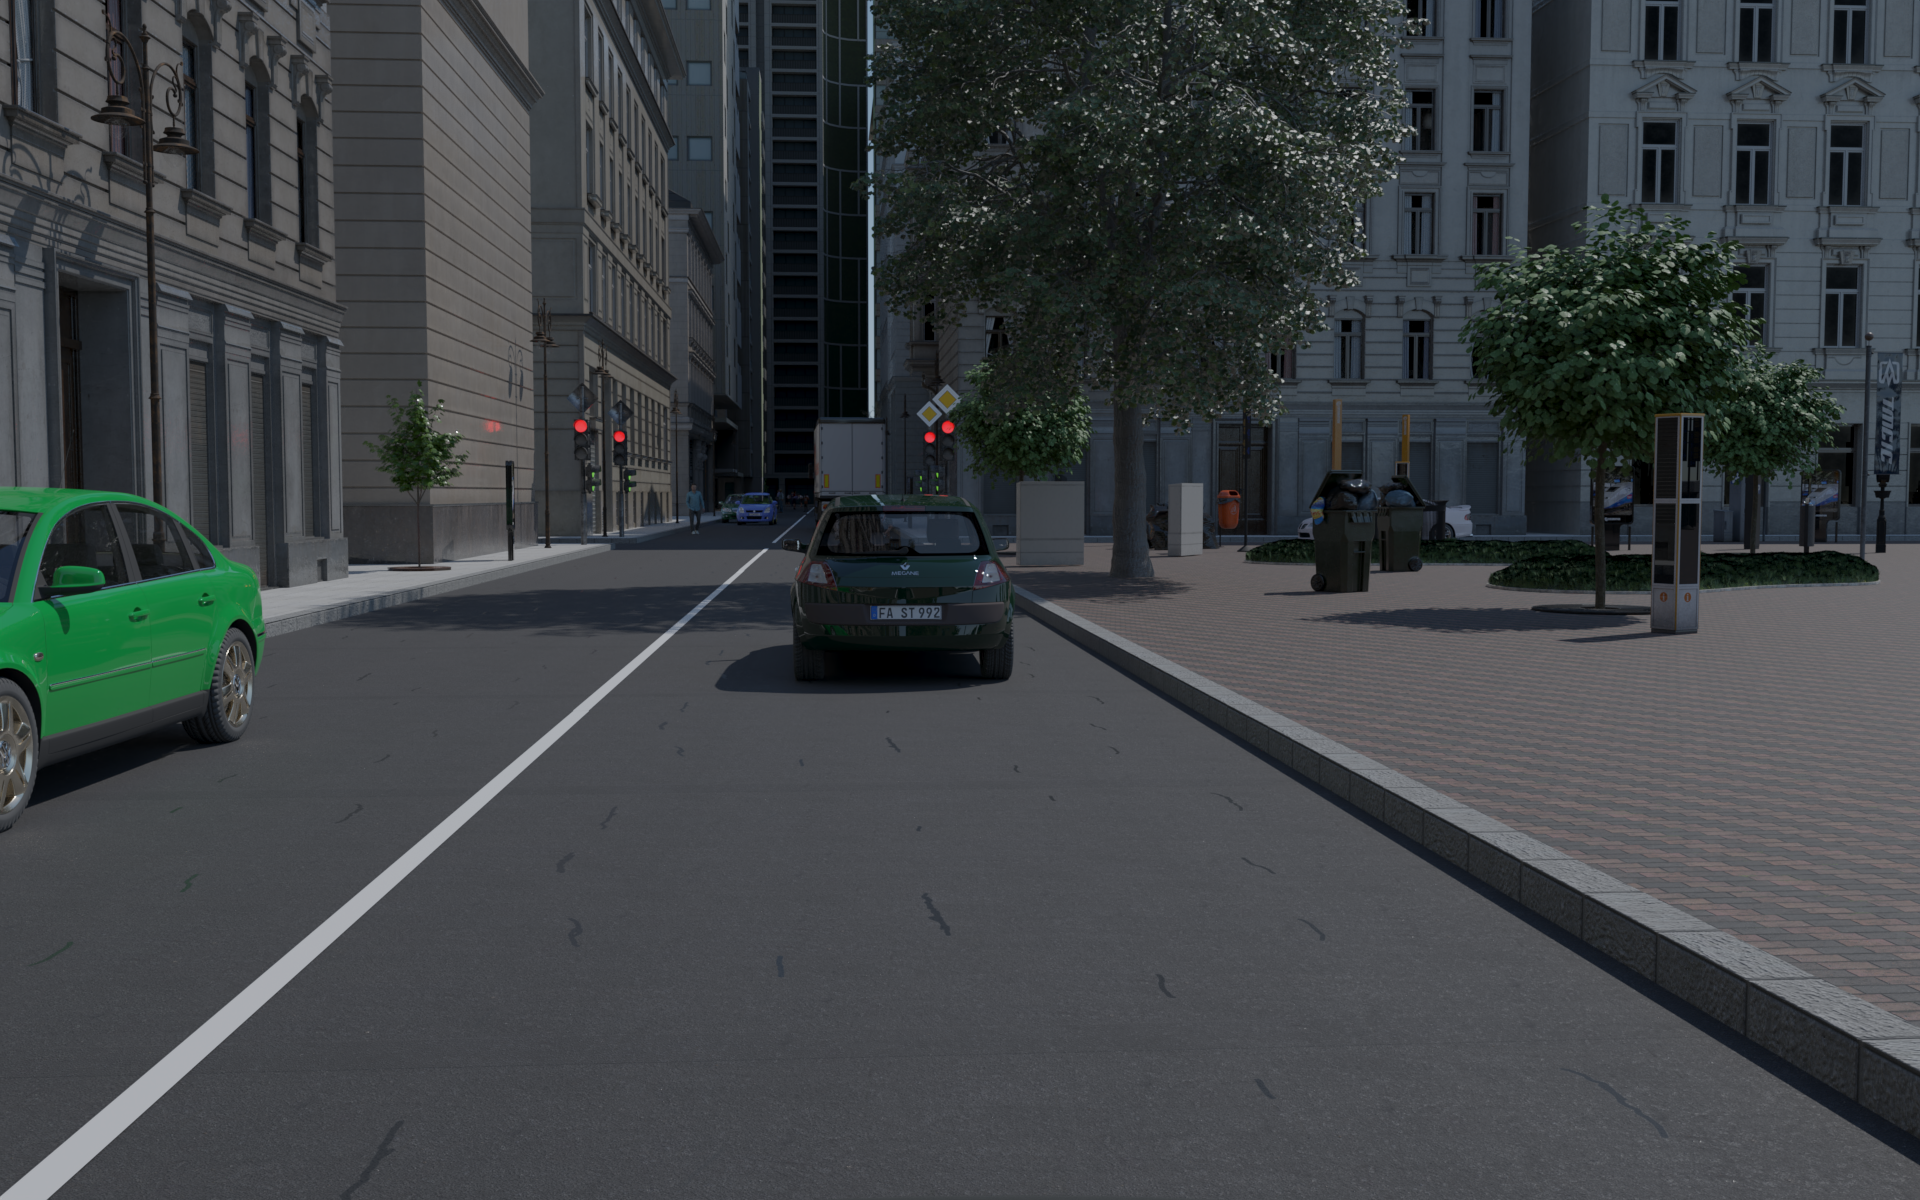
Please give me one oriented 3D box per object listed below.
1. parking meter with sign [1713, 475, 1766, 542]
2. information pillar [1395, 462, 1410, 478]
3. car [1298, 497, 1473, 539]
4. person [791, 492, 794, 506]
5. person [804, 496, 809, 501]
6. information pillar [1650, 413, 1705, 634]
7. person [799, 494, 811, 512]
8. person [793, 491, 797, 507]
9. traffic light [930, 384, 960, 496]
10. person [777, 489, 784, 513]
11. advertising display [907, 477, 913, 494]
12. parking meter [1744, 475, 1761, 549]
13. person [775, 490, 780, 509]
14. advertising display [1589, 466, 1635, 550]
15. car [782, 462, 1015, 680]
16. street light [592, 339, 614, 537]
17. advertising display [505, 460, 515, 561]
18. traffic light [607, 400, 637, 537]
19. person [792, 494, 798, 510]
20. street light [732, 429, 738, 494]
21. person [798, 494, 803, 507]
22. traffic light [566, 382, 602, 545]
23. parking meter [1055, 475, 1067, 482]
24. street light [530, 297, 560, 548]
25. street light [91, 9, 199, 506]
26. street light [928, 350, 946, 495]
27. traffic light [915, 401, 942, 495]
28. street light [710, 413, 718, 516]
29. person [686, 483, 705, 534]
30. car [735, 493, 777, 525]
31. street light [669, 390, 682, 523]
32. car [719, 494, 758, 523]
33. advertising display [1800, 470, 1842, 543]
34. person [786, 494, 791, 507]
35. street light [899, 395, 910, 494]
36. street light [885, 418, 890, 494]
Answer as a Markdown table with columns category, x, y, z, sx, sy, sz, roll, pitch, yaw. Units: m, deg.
| category | x | y | z | sx | sy | sz | roll | pitch | yaw |
| --- | --- | --- | --- | --- | --- | --- | --- | --- | --- |
| parking meter with sign | 21.009 | -3.070 | 46.451 | 1.738 | 3.016 | 0.543 | -2 | 4 | -25 |
| information pillar | 10.050 | -2.134 | 39.389 | 0.304 | 2.012 | 0.304 | 1 | 4 | 17 |
| car | 11.865 | -2.206 | 48.429 | 4.827 | 1.381 | 2.083 | 0 | 4 | -6 |
| person | -19.669 | -11.840 | 203.006 | 0.541 | 1.710 | 0.530 | -3 | 4 | -38 |
| person | -17.563 | -11.365 | 197.501 | 0.628 | 1.438 | 0.799 | -2 | 4 | -24 |
| information pillar | 6.604 | -0.701 | 15.954 | 0.304 | 2.012 | 0.304 | -2 | 4 | -25 |
| person | -12.433 | -7.818 | 139.580 | 1.065 | 1.426 | 0.557 | 1 | 4 | 21 |
| person | -18.288 | -11.237 | 192.191 | 0.705 | 1.831 | 1.348 | -1 | 4 | -22 |
| traffic light | -0.344 | -3.388 | 44.319 | 0.839 | 4.253 | 0.868 | 0 | 4 | -4 |
| person | -13.729 | -7.583 | 132.559 | 0.705 | 1.814 | 1.350 | -2 | 4 | -24 |
| advertising display | -1.874 | -3.647 | 64.850 | 0.123 | 1.923 | 0.974 | -1 | 4 | -9 |
| parking meter | 18.458 | -2.117 | 40.329 | 0.255 | 1.863 | 0.399 | 3 | 5 | 42 |
| person | -17.622 | -9.741 | 167.628 | 0.599 | 1.838 | 0.709 | 2 | 4 | 32 |
| advertising display | 14.866 | -2.097 | 39.502 | 0.974 | 1.923 | 0.123 | 0 | 4 | 0 |
| car | -0.531 | -0.304 | 14.752 | 2.009 | 1.686 | 4.222 | 0 | 4 | -4 |
| street light | -10.651 | -4.832 | 51.787 | 0.468 | 5.910 | 1.993 | 0 | 4 | -4 |
| advertising display | -8.706 | -1.733 | 33.552 | 0.123 | 1.923 | 0.974 | -1 | 4 | -12 |
| traffic light | -10.078 | -3.832 | 51.581 | 0.839 | 4.253 | 0.868 | 0 | 4 | -4 |
| person | -15.202 | -9.064 | 159.928 | 0.421 | 1.427 | 0.697 | 3 | 4 | 37 |
| street light | -16.030 | -9.204 | 123.273 | 0.468 | 5.910 | 1.993 | 0 | 4 | -4 |
| person | -17.198 | -10.683 | 186.348 | 0.628 | 1.438 | 0.799 | 0 | 4 | -3 |
| traffic light | -9.478 | -3.345 | 43.618 | 0.839 | 4.253 | 0.868 | 0 | 4 | -4 |
| parking meter | 3.028 | -2.827 | 51.932 | 0.255 | 1.863 | 0.399 | 2 | 4 | 28 |
| street light | -9.776 | -4.166 | 40.907 | 0.468 | 5.910 | 1.993 | 0 | 4 | -4 |
| street light | -8.014 | -2.716 | 17.197 | 0.468 | 5.910 | 1.993 | 0 | 4 | -4 |
| street light | -0.744 | -5.074 | 55.753 | 0.468 | 5.910 | 1.993 | 0 | 4 | -4 |
| traffic light | -0.943 | -3.875 | 52.282 | 0.839 | 4.253 | 0.868 | 0 | 4 | -4 |
| street light | -14.147 | -7.754 | 99.572 | 0.468 | 5.910 | 1.993 | 0 | 4 | -4 |
| person | -9.518 | -3.282 | 62.175 | 0.660 | 1.820 | 0.620 | -2 | 4 | -25 |
| car | -9.448 | -4.347 | 80.658 | 1.945 | 1.707 | 3.694 | 0 | 4 | -3 |
| street light | -12.410 | -6.304 | 75.859 | 0.468 | 5.910 | 1.993 | 0 | 4 | -4 |
| car | -11.009 | -4.600 | 87.013 | 2.131 | 1.459 | 4.920 | 0 | 4 | -5 |
| advertising display | 22.854 | -2.495 | 46.011 | 0.974 | 1.923 | 0.123 | 3 | 5 | 44 |
| person | -19.363 | -11.257 | 195.735 | 0.799 | 1.438 | 0.628 | 1 | 4 | 17 |
| street light | -2.517 | -6.524 | 79.462 | 0.468 | 5.910 | 1.993 | 0 | 4 | -4 |
| street light | -4.356 | -7.974 | 103.166 | 0.468 | 5.910 | 1.993 | 0 | 4 | -4 |
